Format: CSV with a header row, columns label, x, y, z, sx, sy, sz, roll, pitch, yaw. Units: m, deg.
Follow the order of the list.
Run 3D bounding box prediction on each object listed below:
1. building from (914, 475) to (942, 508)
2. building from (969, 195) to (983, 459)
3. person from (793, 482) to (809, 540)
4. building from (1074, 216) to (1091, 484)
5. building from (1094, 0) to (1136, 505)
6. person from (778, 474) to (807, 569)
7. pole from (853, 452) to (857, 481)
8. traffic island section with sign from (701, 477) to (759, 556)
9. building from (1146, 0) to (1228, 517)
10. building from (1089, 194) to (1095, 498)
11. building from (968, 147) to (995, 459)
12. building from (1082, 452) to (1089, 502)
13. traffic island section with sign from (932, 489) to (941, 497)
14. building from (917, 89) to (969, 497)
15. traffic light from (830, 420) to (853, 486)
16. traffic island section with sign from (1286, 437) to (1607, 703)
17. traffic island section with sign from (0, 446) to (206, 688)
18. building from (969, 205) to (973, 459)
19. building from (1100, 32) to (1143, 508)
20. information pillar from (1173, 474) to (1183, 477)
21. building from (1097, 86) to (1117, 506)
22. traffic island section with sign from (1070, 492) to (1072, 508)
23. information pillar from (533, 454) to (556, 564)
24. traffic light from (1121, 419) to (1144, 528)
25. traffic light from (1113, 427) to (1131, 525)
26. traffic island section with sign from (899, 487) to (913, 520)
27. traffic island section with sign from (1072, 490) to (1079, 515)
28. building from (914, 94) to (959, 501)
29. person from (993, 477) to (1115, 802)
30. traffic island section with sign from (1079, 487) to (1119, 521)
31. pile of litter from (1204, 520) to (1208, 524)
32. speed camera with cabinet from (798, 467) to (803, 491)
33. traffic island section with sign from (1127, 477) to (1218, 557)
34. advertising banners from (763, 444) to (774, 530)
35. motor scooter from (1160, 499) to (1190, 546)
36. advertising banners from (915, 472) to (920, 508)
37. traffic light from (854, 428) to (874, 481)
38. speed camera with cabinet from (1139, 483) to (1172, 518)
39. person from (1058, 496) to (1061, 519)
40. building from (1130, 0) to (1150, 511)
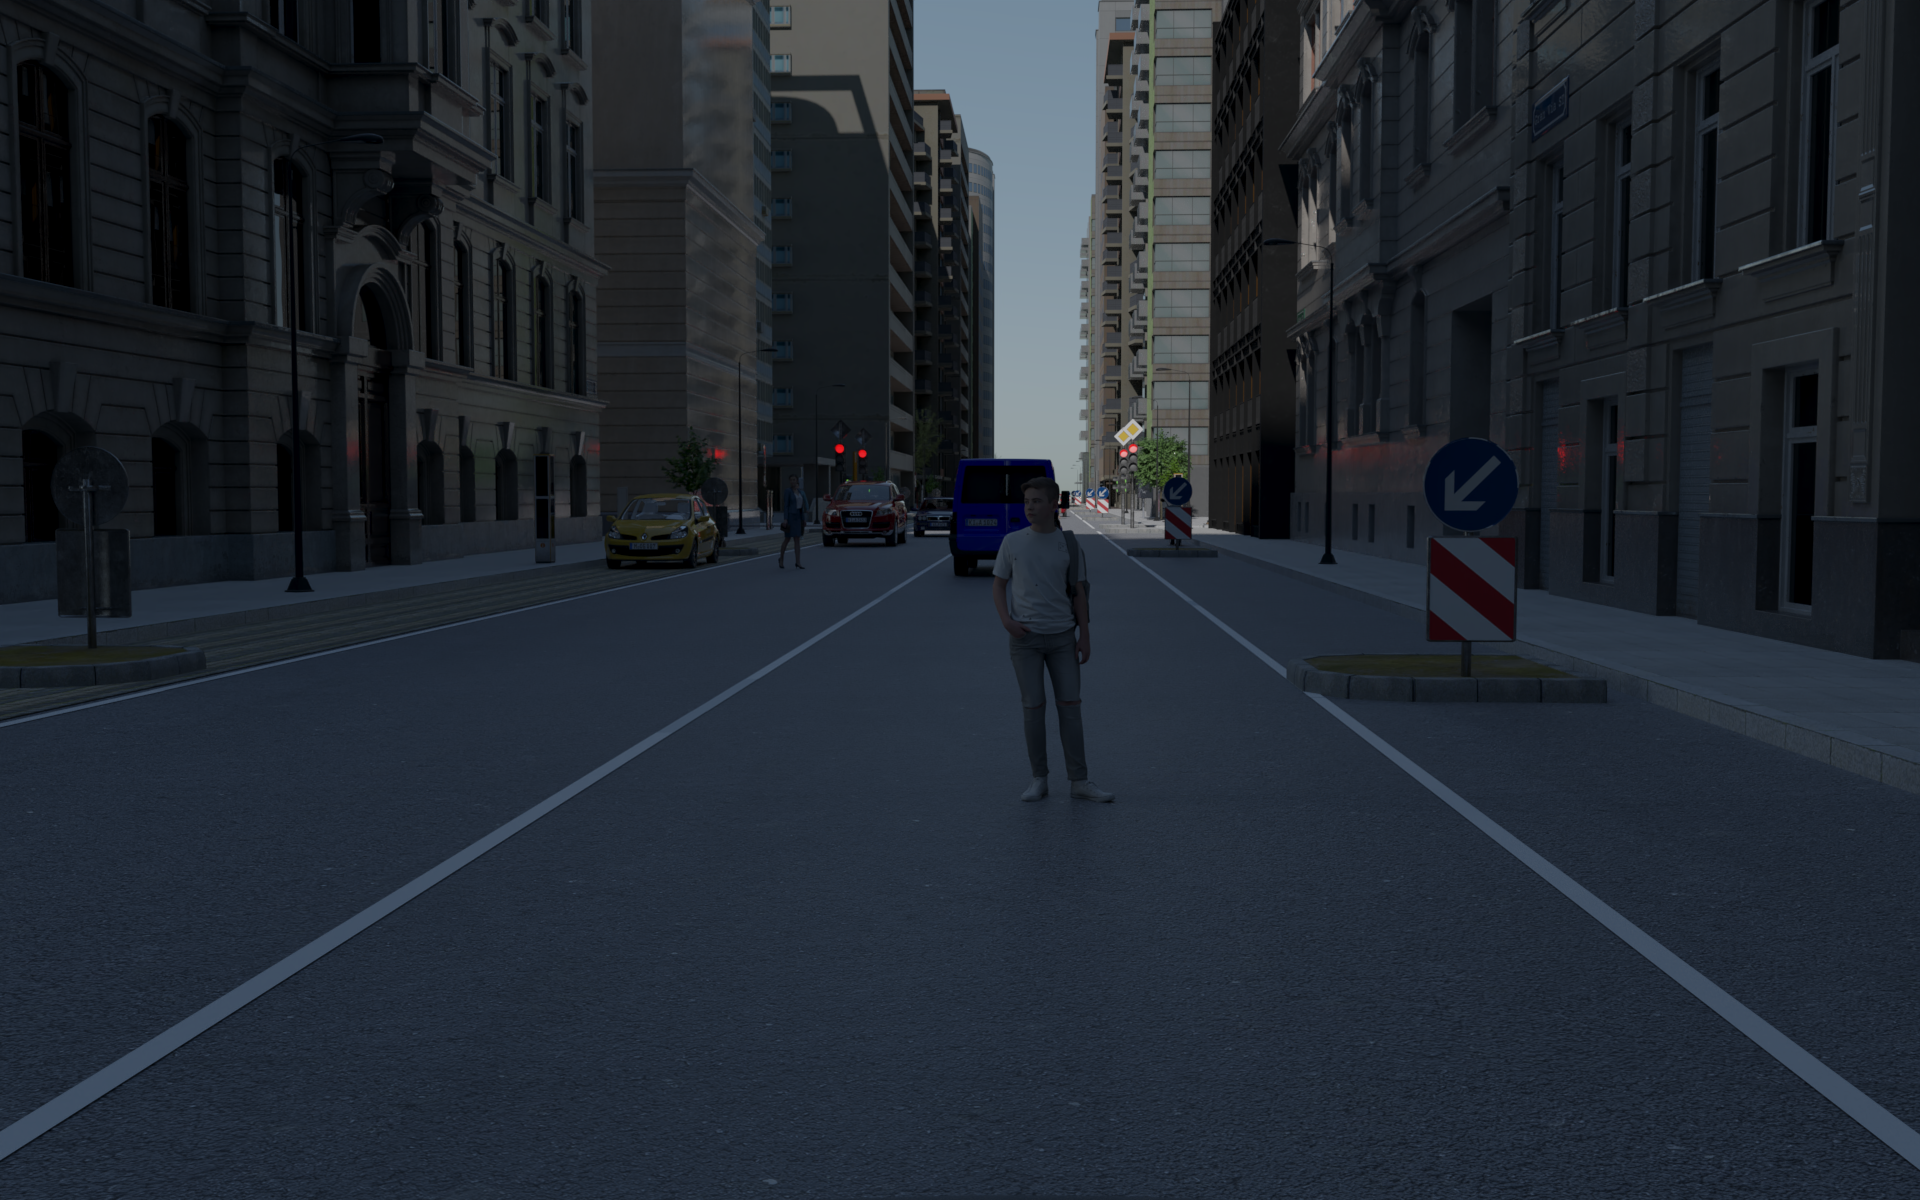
label,x,y,z,sx,sy,sz,roll,pitch,yaw
building,-18.062,-28.691,160.975,32.217,40.220,23.993,0,4,3
building,-3.873,-36.856,252.704,14.600,45.320,14.200,0,4,3
person,-5.060,-2.792,54.172,0.660,1.820,0.620,-1,4,-9
building,31.286,-41.044,290.669,23.786,49.044,30.456,0,4,3
building,26.731,-40.724,207.840,21.231,58.520,28.212,0,4,3
person,-3.225,-1.514,33.270,0.581,1.822,0.654,-3,4,-37
pole,-5.034,-5.455,83.024,0.158,3.312,0.155,0,3,0
traffic island section with sign,-5.784,-1.953,40.560,1.989,1.847,2.006,0,4,3
building,17.996,-25.555,101.421,14.154,41.232,14.086,0,4,3
building,24.825,-33.892,237.724,14.154,41.232,14.086,0,4,3
building,-5.139,-45.706,289.297,21.231,58.520,28.212,0,4,3
building,29.862,-57.873,258.887,22.319,86.520,31.000,0,4,3
traffic island section with sign,-1.625,-6.937,122.049,1.989,1.847,2.006,0,4,3
building,-10.032,-35.978,211.948,21.300,48.544,21.600,0,4,3
traffic light,-4.474,-4.666,65.212,0.839,4.253,0.868,0,4,3
traffic island section with sign,3.493,-0.259,12.856,1.989,1.847,2.006,0,4,3
traffic island section with sign,-7.149,-0.306,13.639,1.989,1.847,2.006,0,4,3
building,-5.550,-33.956,238.779,14.154,41.232,14.086,0,4,3
building,24.645,-31.156,164.028,22.147,44.769,28.867,0,4,3
information pillar,7.825,-3.534,62.271,0.304,2.012,0.304,0,4,-2
building,22.210,-32.807,186.508,14.600,45.320,14.200,0,4,3
traffic island section with sign,11.607,-10.000,172.127,1.989,1.847,2.006,0,4,3
information pillar,-7.691,-1.687,32.074,0.304,2.012,0.304,0,4,4
traffic light,6.424,-4.633,64.675,0.839,4.253,0.868,0,4,3
traffic light,6.831,-5.121,72.650,0.839,4.253,0.868,0,4,3
traffic island section with sign,-3.009,-5.267,94.747,1.989,1.847,2.006,0,4,3
traffic island section with sign,9.017,-6.899,121.429,1.989,1.847,2.006,0,4,3
building,-11.565,-32.556,186.921,22.147,44.769,28.867,0,4,3
person,0.436,0.182,8.121,0.503,1.515,0.523,-2,4,-33
traffic island section with sign,7.655,-5.253,94.508,1.989,1.847,2.006,0,4,3
pile of litter,11.157,-3.609,72.970,1.719,0.858,1.176,2,4,25
speed camera with cabinet,-8.223,-6.343,98.050,2.038,3.252,0.660,0,4,0
traffic island section with sign,4.884,-1.927,40.130,1.989,1.847,2.006,0,4,3
advertising banners,-6.861,-4.018,61.880,0.090,3.025,2.074,0,4,3
motor scooter,6.004,-2.171,48.276,0.815,1.314,1.986,0,4,1
advertising banners,-3.338,-8.532,135.679,0.090,3.025,2.074,-1,4,-12
traffic light,-4.067,-5.154,73.187,0.839,4.253,0.868,0,4,3
speed camera with cabinet,10.670,-6.051,93.265,2.038,3.252,0.660,0,4,-6
person,5.532,-5.534,99.212,0.641,1.798,0.478,2,4,25
building,24.326,-31.285,131.114,23.786,49.044,30.456,0,4,3
